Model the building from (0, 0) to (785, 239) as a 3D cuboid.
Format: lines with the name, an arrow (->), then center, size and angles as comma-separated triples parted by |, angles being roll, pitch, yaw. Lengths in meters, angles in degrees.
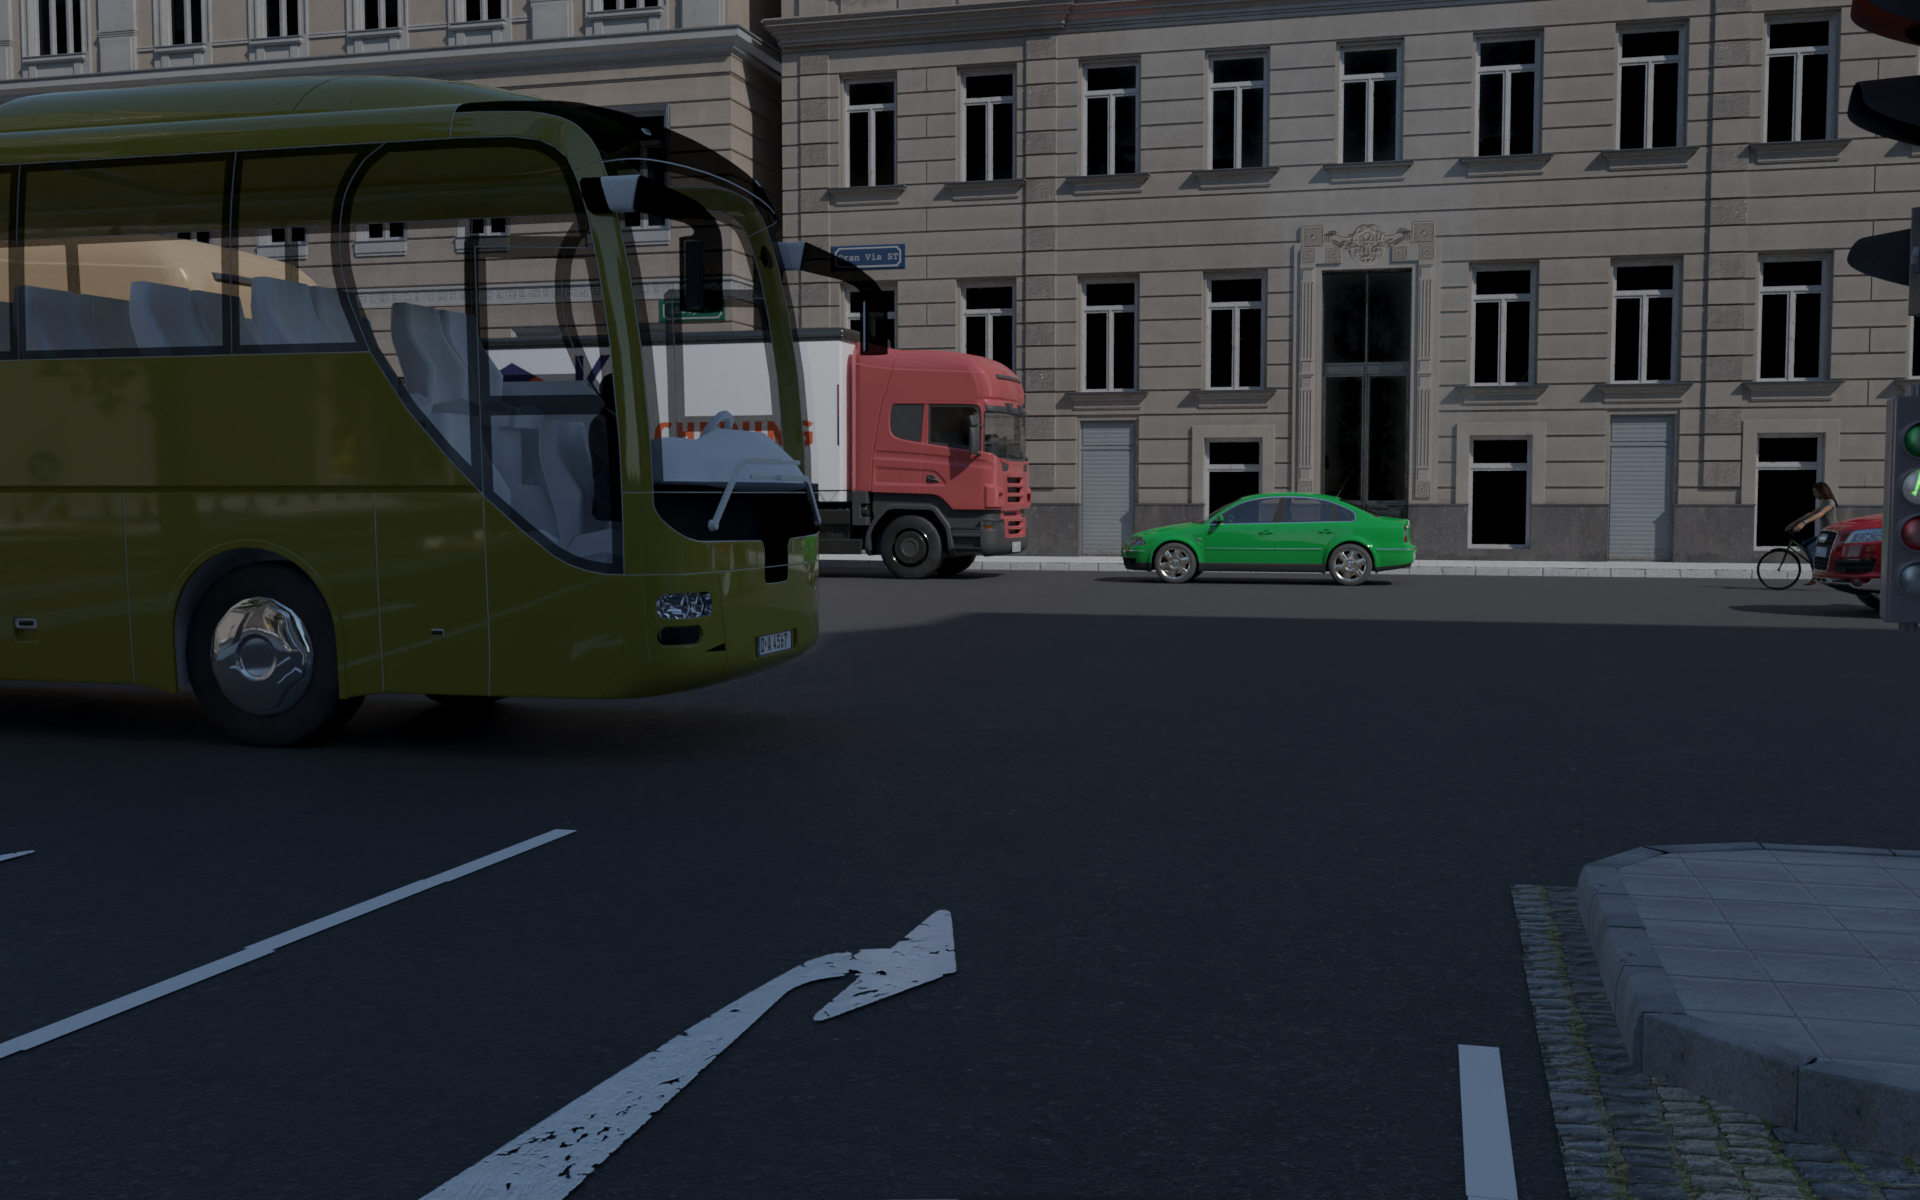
building -> -12.490, -15.803, 44.284 | 20.117, 28.700, 13.634 | 1, 4, 15

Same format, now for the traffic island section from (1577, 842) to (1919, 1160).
traffic island section -> 2.868, 1.065, 4.875 | 2.009, 0.180, 2.903 | 1, 4, 15

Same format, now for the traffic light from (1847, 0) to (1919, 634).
traffic light -> 0.790, -1.866, 5.179 | 4.771, 5.953, 1.251 | 1, 4, 15

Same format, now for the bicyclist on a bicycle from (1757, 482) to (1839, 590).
bicyclist on a bicycle -> 12.659, -0.953, 25.608 | 1.625, 1.676, 1.499 | 1, 4, 15

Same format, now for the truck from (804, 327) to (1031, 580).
truck -> -3.771, -2.572, 30.973 | 11.283, 4.237, 2.839 | 1, 4, 17

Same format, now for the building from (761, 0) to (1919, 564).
building -> 9.349, -14.753, 38.480 | 25.104, 27.353, 12.463 | 1, 4, 15

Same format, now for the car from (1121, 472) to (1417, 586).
car -> 4.975, -1.179, 28.078 | 4.718, 1.807, 1.959 | 1, 4, 14

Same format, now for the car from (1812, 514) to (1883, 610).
car -> 12.851, -0.701, 20.136 | 5.304, 1.827, 2.281 | 1, 4, 14

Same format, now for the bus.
bus -> -6.745, -1.227, 11.607 | 12.252, 3.916, 2.896 | 1, 4, 15
